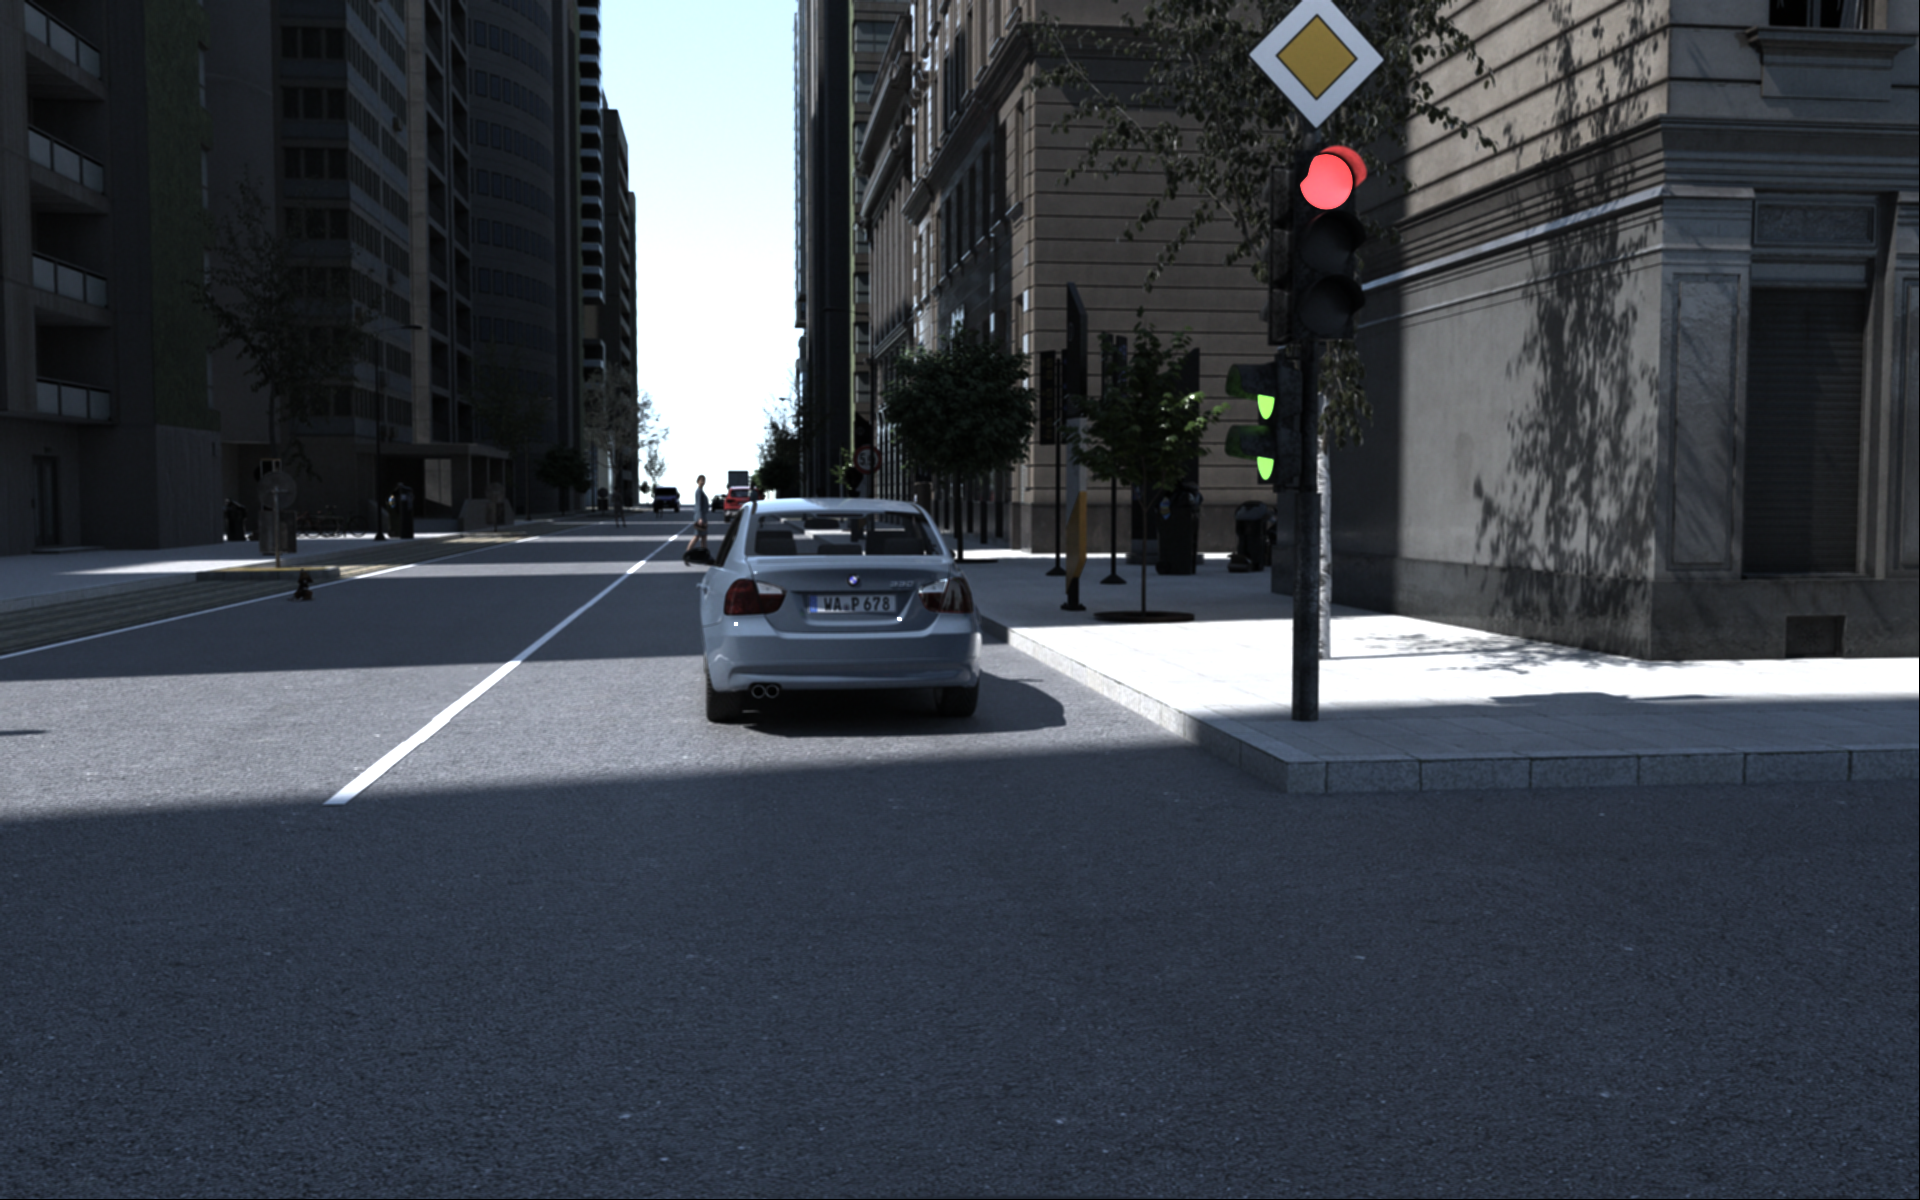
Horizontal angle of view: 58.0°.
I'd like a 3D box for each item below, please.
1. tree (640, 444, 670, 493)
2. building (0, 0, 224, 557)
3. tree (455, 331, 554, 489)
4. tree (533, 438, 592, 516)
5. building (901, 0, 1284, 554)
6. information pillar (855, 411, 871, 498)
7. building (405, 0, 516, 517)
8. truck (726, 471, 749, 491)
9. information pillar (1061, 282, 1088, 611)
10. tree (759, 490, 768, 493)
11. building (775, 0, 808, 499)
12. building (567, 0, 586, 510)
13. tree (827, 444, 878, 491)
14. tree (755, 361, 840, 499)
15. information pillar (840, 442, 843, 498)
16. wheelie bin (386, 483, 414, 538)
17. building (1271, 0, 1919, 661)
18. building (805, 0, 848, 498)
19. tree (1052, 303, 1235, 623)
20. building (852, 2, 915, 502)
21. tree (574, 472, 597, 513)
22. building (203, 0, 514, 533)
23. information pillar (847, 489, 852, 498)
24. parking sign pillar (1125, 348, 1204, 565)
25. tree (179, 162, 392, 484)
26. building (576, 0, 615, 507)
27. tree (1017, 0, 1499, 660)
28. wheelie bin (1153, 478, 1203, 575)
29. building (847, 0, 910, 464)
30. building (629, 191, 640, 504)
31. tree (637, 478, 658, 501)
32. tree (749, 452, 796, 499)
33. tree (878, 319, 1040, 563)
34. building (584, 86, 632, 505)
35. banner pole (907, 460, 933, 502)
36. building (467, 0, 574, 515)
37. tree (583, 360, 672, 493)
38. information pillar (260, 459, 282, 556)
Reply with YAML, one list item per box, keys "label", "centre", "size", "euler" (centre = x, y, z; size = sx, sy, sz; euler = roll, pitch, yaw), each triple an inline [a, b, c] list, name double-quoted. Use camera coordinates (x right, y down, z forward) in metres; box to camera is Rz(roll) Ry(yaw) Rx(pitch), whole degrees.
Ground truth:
- label: "tree"
  centre: [-40.245, -16.992, 228.176]
  size: [4.737, 8.622, 4.395]
  euler: [0, 3, 0]
- label: "building"
  centre: [-25.176, -21.555, 36.025]
  size: [14.154, 41.232, 14.086]
  euler: [0, 4, -8]
- label: "tree"
  centre: [-20.856, -7.899, 79.518]
  size: [4.737, 8.622, 4.395]
  euler: [0, 3, 0]
- label: "tree"
  centre: [-23.356, -7.237, 102.031]
  size: [4.285, 4.588, 4.351]
  euler: [0, 3, 0]
- label: "building"
  centre: [5.526, -15.403, 49.099]
  size: [12.463, 27.353, 25.104]
  euler: [0, 4, -8]
- label: "information pillar"
  centre: [-2.746, -3.523, 48.959]
  size: [0.504, 3.616, 0.183]
  euler: [-1, 4, -16]
- label: "building"
  centre: [-34.814, -39.902, 90.647]
  size: [20.563, 71.187, 20.611]
  euler: [0, 4, -8]
- label: "truck"
  centre: [-27.183, -13.654, 212.154]
  size: [2.839, 4.237, 11.283]
  euler: [0, 4, -8]
- label: "information pillar"
  centre: [1.274, -1.691, 19.003]
  size: [0.183, 3.616, 0.504]
  euler: [-1, 4, -14]
- label: "tree"
  centre: [-25.708, -14.003, 223.547]
  size: [1.663, 3.219, 1.824]
  euler: [0, 3, 0]
- label: "building"
  centre: [-12.879, -55.931, 227.138]
  size: [22.319, 86.520, 31.000]
  euler: [0, 4, -8]
- label: "building"
  centre: [-37.581, -27.735, 137.069]
  size: [14.154, 41.232, 14.086]
  euler: [0, 4, -8]
- label: "tree"
  centre: [-3.438, -3.958, 59.316]
  size: [1.663, 3.219, 1.824]
  euler: [0, 3, 0]
- label: "tree"
  centre: [-8.679, -8.800, 94.243]
  size: [4.360, 8.622, 3.978]
  euler: [0, 3, 0]
- label: "information pillar"
  centre: [-5.321, -5.290, 77.841]
  size: [0.183, 3.616, 0.504]
  euler: [-1, 4, -10]
- label: "wheelie bin"
  centre: [-16.436, -2.628, 50.884]
  size: [0.693, 1.594, 0.980]
  euler: [0, 4, -4]
- label: "building"
  centre: [13.509, -10.354, 18.439]
  size: [18.267, 20.994, 9.793]
  euler: [0, 4, -8]
- label: "building"
  centre: [-2.344, -36.857, 144.618]
  size: [21.231, 58.520, 28.212]
  euler: [0, 4, -8]
- label: "tree"
  centre: [1.870, -1.417, 17.776]
  size: [1.663, 3.219, 1.824]
  euler: [0, 3, 0]
- label: "building"
  centre: [2.918, -14.184, 73.713]
  size: [13.314, 21.916, 24.055]
  euler: [0, 4, -8]
- label: "tree"
  centre: [-26.158, -7.637, 119.466]
  size: [1.663, 3.219, 1.824]
  euler: [0, 3, 0]
- label: "building"
  centre: [-33.681, -22.647, 62.154]
  size: [32.217, 40.220, 23.993]
  euler: [0, 4, -8]
- label: "information pillar"
  centre: [-4.027, -3.698, 64.954]
  size: [0.304, 2.012, 0.304]
  euler: [3, 5, 41]
- label: "parking sign pillar"
  centre: [3.768, -2.647, 31.756]
  size: [1.447, 3.967, 1.447]
  euler: [-3, 4, -36]
- label: "tree"
  centre: [-15.387, -5.454, 39.543]
  size: [4.360, 8.622, 3.978]
  euler: [0, 3, 0]
- label: "building"
  centre: [-47.389, -53.056, 180.138]
  size: [22.319, 86.520, 31.000]
  euler: [0, 4, -8]
- label: "tree"
  centre: [2.567, -3.839, 13.125]
  size: [4.360, 8.622, 3.978]
  euler: [0, 3, 0]
- label: "wheelie bin"
  centre: [3.501, -1.210, 27.687]
  size: [0.693, 1.594, 0.980]
  euler: [1, 4, 20]
- label: "building"
  centre: [0.689, -25.186, 95.380]
  size: [14.154, 41.232, 14.086]
  euler: [0, 4, -8]
- label: "building"
  centre: [-49.632, -33.209, 226.556]
  size: [14.154, 41.232, 14.086]
  euler: [0, 4, -8]
- label: "tree"
  centre: [-36.809, -12.734, 202.807]
  size: [1.663, 3.219, 1.824]
  euler: [0, 3, 0]
- label: "tree"
  centre: [-14.366, -9.361, 136.769]
  size: [4.285, 4.588, 4.351]
  euler: [0, 3, 0]
- label: "tree"
  centre: [0.036, -2.996, 32.704]
  size: [4.285, 4.588, 4.351]
  euler: [0, 3, 0]
- label: "building"
  centre: [-50.889, -35.695, 207.314]
  size: [21.300, 48.544, 21.600]
  euler: [0, 4, -8]
- label: "banner pole"
  centre: [-1.135, -3.423, 45.979]
  size: [0.863, 3.779, 0.401]
  euler: [0, 4, 2]
- label: "building"
  centre: [-38.005, -35.058, 115.191]
  size: [21.231, 58.520, 28.212]
  euler: [0, 4, -8]
- label: "tree"
  centre: [-31.324, -15.098, 157.220]
  size: [12.009, 13.543, 11.850]
  euler: [0, 3, 0]
- label: "information pillar"
  centre: [-14.408, -1.942, 36.248]
  size: [0.304, 2.012, 0.304]
  euler: [0, 4, 5]
